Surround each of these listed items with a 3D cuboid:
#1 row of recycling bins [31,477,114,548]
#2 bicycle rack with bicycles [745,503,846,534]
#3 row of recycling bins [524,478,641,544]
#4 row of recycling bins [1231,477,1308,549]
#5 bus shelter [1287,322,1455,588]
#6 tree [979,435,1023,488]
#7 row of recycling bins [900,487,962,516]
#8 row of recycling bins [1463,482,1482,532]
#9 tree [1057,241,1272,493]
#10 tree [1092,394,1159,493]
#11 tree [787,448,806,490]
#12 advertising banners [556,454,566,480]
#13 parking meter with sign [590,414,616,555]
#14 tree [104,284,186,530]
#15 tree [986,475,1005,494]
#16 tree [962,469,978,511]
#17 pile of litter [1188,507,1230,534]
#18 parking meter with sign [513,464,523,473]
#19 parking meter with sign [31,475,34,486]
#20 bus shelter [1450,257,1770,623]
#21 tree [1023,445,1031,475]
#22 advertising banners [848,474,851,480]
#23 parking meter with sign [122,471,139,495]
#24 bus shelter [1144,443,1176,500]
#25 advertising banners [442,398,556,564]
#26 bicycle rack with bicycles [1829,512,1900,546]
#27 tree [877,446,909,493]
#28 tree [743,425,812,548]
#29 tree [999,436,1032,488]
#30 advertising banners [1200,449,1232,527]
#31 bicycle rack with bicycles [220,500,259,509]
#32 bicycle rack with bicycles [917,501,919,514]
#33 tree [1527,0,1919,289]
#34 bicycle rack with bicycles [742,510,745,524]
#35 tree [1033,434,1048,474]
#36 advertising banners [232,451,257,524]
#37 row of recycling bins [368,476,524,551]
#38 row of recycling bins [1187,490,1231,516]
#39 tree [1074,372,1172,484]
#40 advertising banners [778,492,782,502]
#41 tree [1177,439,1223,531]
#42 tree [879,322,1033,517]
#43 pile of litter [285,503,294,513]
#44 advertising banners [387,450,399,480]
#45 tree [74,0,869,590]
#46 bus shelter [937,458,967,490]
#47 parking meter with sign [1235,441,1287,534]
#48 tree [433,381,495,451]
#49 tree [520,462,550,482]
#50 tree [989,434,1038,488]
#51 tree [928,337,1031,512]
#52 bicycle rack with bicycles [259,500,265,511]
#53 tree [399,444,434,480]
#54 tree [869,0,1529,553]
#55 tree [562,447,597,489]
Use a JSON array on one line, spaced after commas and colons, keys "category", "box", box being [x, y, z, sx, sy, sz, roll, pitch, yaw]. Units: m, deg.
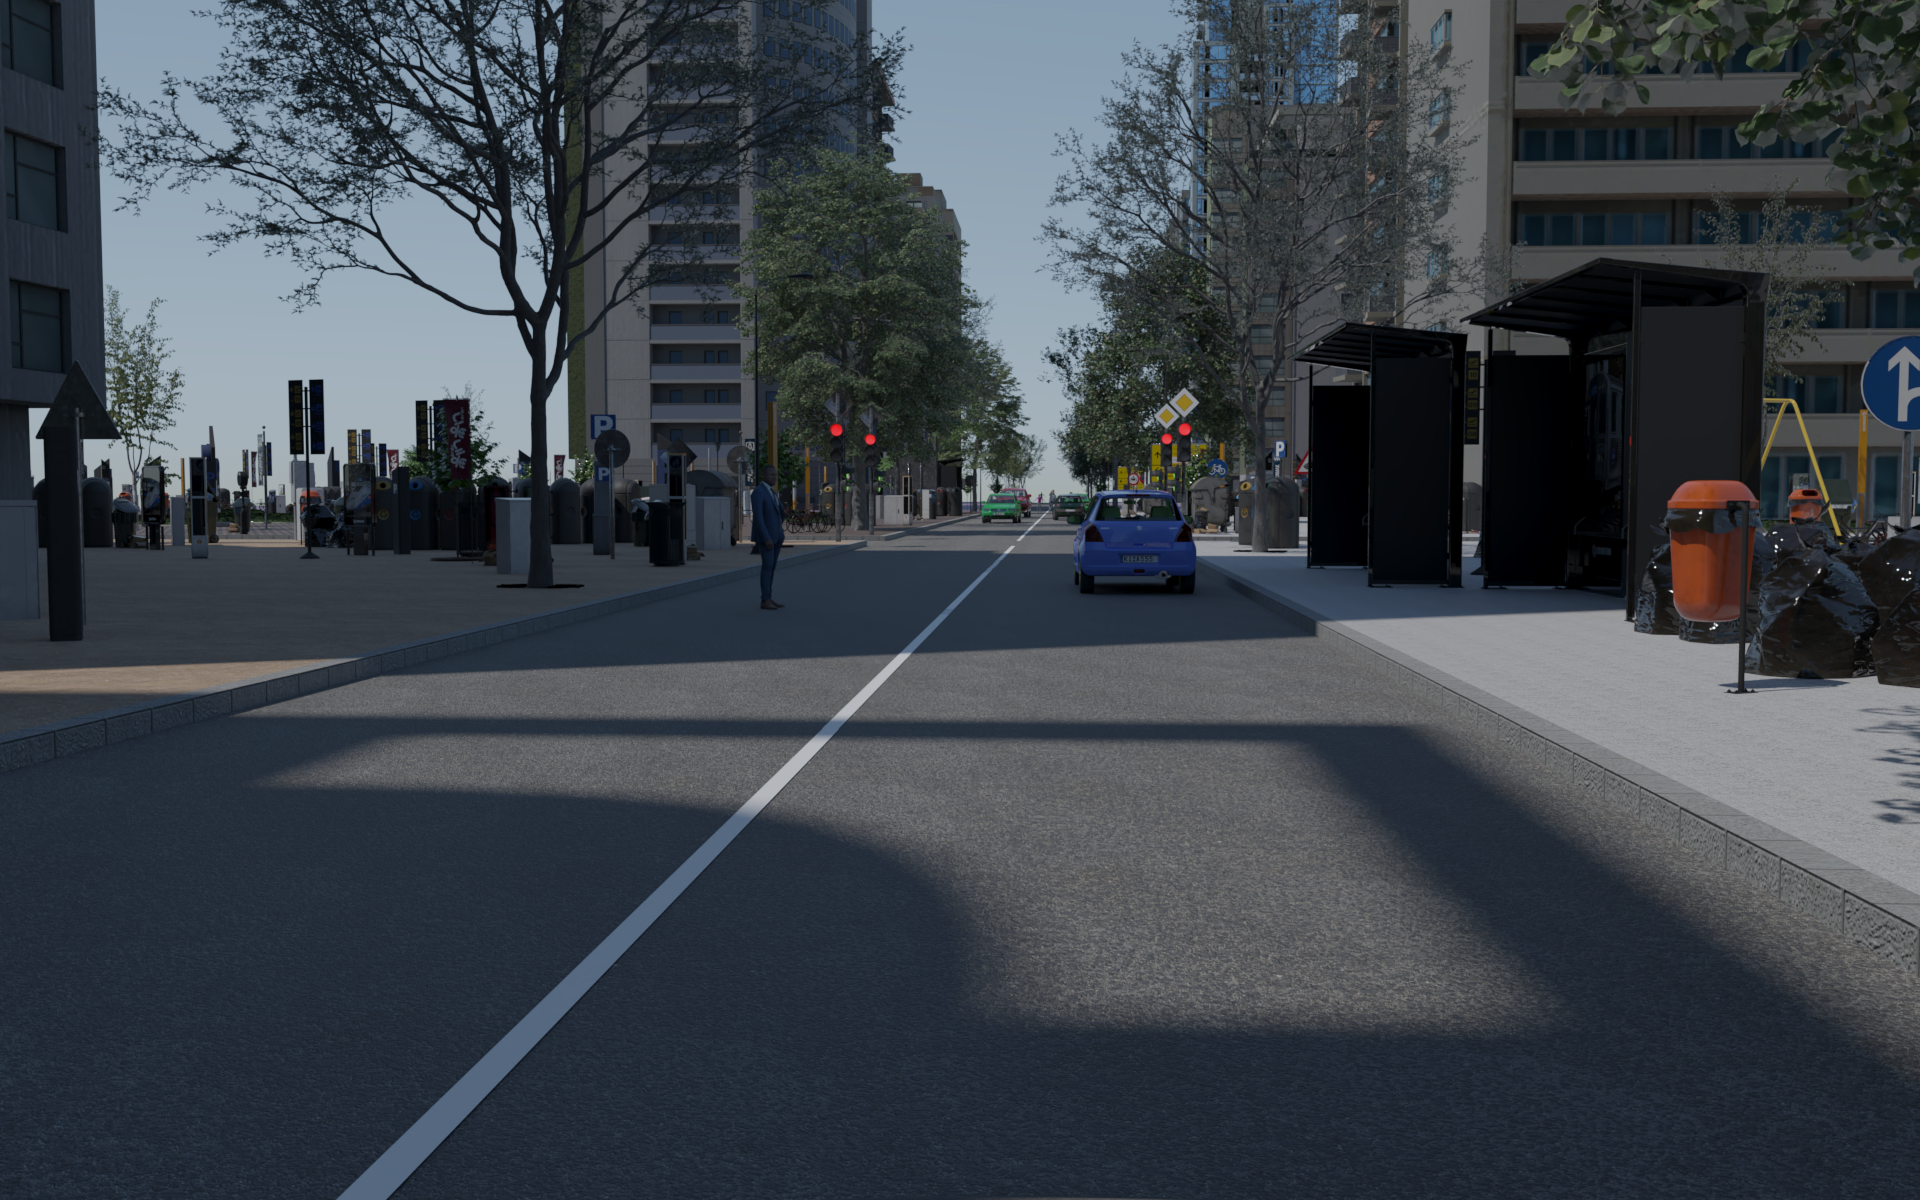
[{"category": "row of recycling bins", "box": [-22.219, -2.115, 41.697, 3.534, 1.692, 1.069, 0, 4, -2]}, {"category": "bicycle rack with bicycles", "box": [-5.080, -2.709, 57.679, 2.925, 0.926, 2.852, -3, 4, -36]}, {"category": "row of recycling bins", "box": [-9.814, -2.305, 44.793, 3.534, 1.692, 1.069, -3, 5, -43]}, {"category": "row of recycling bins", "box": [7.543, -2.145, 42.180, 1.069, 1.692, 3.534, 0, 4, -2]}, {"category": "bus shelter", "box": [6.302, -2.168, 26.732, 1.731, 3.624, 6.357, 0, 4, 3]}, {"category": "tree", "box": [3.979, -14.706, 190.797, 4.737, 8.622, 4.395, 0, 3, 0]}, {"category": "row of recycling bins", "box": [-1.588, -5.753, 101.179, 3.534, 1.692, 1.069, 1, 4, 10]}, {"category": "row of recycling bins", "box": [17.524, -3.281, 60.765, 1.069, 1.692, 3.534, 0, 4, -1]}, {"category": "tree", "box": [9.040, -9.766, 76.682, 9.611, 12.733, 9.660, 0, 3, 0]}, {"category": "tree", "box": [11.734, -9.996, 113.789, 4.360, 8.622, 3.978, 0, 3, 0]}, {"category": "tree", "box": [-12.173, -8.380, 120.724, 4.285, 4.588, 4.351, 0, 3, 0]}, {"category": "advertising banners", "box": [-18.398, -4.899, 76.282, 2.074, 3.025, 0.090, -1, 4, -17]}, {"category": "parking meter with sign", "box": [-7.658, -2.501, 37.150, 0.543, 3.016, 1.738, -1, 4, -10]}, {"category": "tree", "box": [-28.981, -6.743, 60.607, 4.737, 8.622, 4.395, 0, 3, 0]}, {"category": "tree", "box": [3.717, -10.865, 172.239, 1.663, 3.219, 1.824, 0, 3, 0]}, {"category": "tree", "box": [0.690, -8.538, 134.196, 1.663, 3.219, 1.824, 0, 3, 0]}, {"category": "pile of litter", "box": [7.879, -2.572, 56.017, 1.719, 0.858, 1.176, 1, 4, 15]}, {"category": "parking meter with sign", "box": [-25.369, -6.370, 100.408, 0.543, 3.016, 1.738, 0, 4, 2]}, {"category": "parking meter with sign", "box": [-37.529, -4.481, 69.522, 1.738, 3.016, 0.543, -2, 4, -26]}, {"category": "bus shelter", "box": [7.387, -1.773, 20.271, 1.731, 3.624, 6.357, 0, 4, 3]}, {"category": "tree", "box": [6.151, -15.550, 204.604, 4.737, 8.622, 4.395, 0, 3, 0]}, {"category": "advertising banners", "box": [-8.068, -7.203, 113.963, 2.074, 3.025, 0.090, 1, 4, 20]}, {"category": "parking meter with sign", "box": [-63.997, -8.371, 133.134, 1.738, 3.016, 0.543, 1, 4, 15]}, {"category": "bus shelter", "box": [12.267, -7.689, 103.345, 2.179, 5.291, 8.768, 0, 4, 3]}, {"category": "advertising banners", "box": [-8.418, -2.162, 31.539, 2.074, 3.025, 0.090, 1, 4, 9]}, {"category": "bicycle rack with bicycles", "box": [17.889, -1.230, 33.486, 2.925, 0.926, 2.852, -1, 4, -12]}, {"category": "tree", "box": [-4.092, -8.048, 115.297, 4.285, 4.588, 4.351, 0, 3, 0]}, {"category": "tree", "box": [-4.383, -2.878, 41.654, 1.663, 3.219, 1.824, 0, 3, 0]}, {"category": "tree", "box": [6.041, -16.528, 220.589, 4.360, 8.622, 3.978, 0, 3, 0]}, {"category": "advertising banners", "box": [10.022, -4.384, 67.872, 0.090, 3.025, 2.074, 3, 5, 44]}, {"category": "bicycle rack with bicycles", "box": [-48.631, -6.196, 114.688, 2.852, 0.926, 2.925, 3, 5, 44]}, {"category": "bicycle rack with bicycles", "box": [-1.876, -5.757, 107.507, 2.852, 0.926, 2.925, 1, 4, 9]}, {"category": "tree", "box": [4.927, -6.062, 5.764, 9.857, 13.997, 8.962, 0, 3, 0]}, {"category": "bicycle rack with bicycles", "box": [-7.753, -3.678, 73.521, 2.852, 0.926, 2.925, 3, 4, 36]}, {"category": "tree", "box": [10.491, -22.172, 288.259, 9.928, 11.665, 9.643, 0, 3, 0]}, {"category": "advertising banners", "box": [-28.846, -4.511, 69.948, 0.090, 3.025, 2.074, 0, 4, 5]}, {"category": "row of recycling bins", "box": [-11.972, -1.996, 39.744, 3.534, 1.692, 1.069, 0, 4, 6]}, {"category": "row of recycling bins", "box": [15.177, -5.844, 102.667, 3.534, 1.692, 1.069, 0, 4, -6]}, {"category": "tree", "box": [11.827, -11.457, 121.729, 8.767, 10.594, 7.601, -1, 4, -16]}, {"category": "advertising banners", "box": [-4.968, -3.081, 46.561, 0.090, 3.025, 2.074, -1, 4, -13]}, {"category": "tree", "box": [8.490, -4.073, 61.203, 1.663, 3.219, 1.824, 0, 3, 0]}, {"category": "tree", "box": [-1.611, -10.606, 99.166, 9.928, 11.665, 9.643, 0, 3, 0]}, {"category": "pile of litter", "box": [-32.193, -4.197, 82.583, 1.176, 0.858, 1.719, 1, 4, 21]}, {"category": "advertising banners", "box": [-21.322, -4.352, 67.340, 2.074, 3.025, 0.090, 1, 4, 12]}, {"category": "tree", "box": [-5.735, -6.918, 23.473, 12.009, 13.543, 11.850, 0, 3, 0]}, {"category": "bus shelter", "box": [-0.551, -7.605, 115.617, 1.731, 3.624, 6.357, 0, 4, 4]}, {"category": "parking meter with sign", "box": [9.750, -3.667, 56.224, 1.738, 3.016, 0.543, -2, 4, -28]}, {"category": "tree", "box": [-32.414, -9.927, 112.664, 4.360, 8.622, 3.978, 0, 3, 0]}, {"category": "tree", "box": [-22.338, -5.888, 90.873, 1.663, 3.219, 1.824, 0, 3, 0]}, {"category": "tree", "box": [7.239, -18.531, 237.399, 7.601, 10.594, 8.767, 0, 4, 2]}, {"category": "tree", "box": [1.489, -12.698, 125.731, 7.486, 12.596, 7.792, 0, 3, 0]}, {"category": "bicycle rack with bicycles", "box": [-52.608, -7.229, 131.583, 2.925, 0.926, 2.852, -2, 4, -35]}, {"category": "tree", "box": [-31.896, -7.306, 103.170, 4.285, 4.588, 4.351, 0, 3, 0]}, {"category": "tree", "box": [6.523, -7.781, 37.597, 12.009, 13.543, 11.850, 0, 3, 0]}, {"category": "tree", "box": [-15.324, -4.696, 71.377, 1.663, 3.219, 1.824, 0, 3, 0]}]
